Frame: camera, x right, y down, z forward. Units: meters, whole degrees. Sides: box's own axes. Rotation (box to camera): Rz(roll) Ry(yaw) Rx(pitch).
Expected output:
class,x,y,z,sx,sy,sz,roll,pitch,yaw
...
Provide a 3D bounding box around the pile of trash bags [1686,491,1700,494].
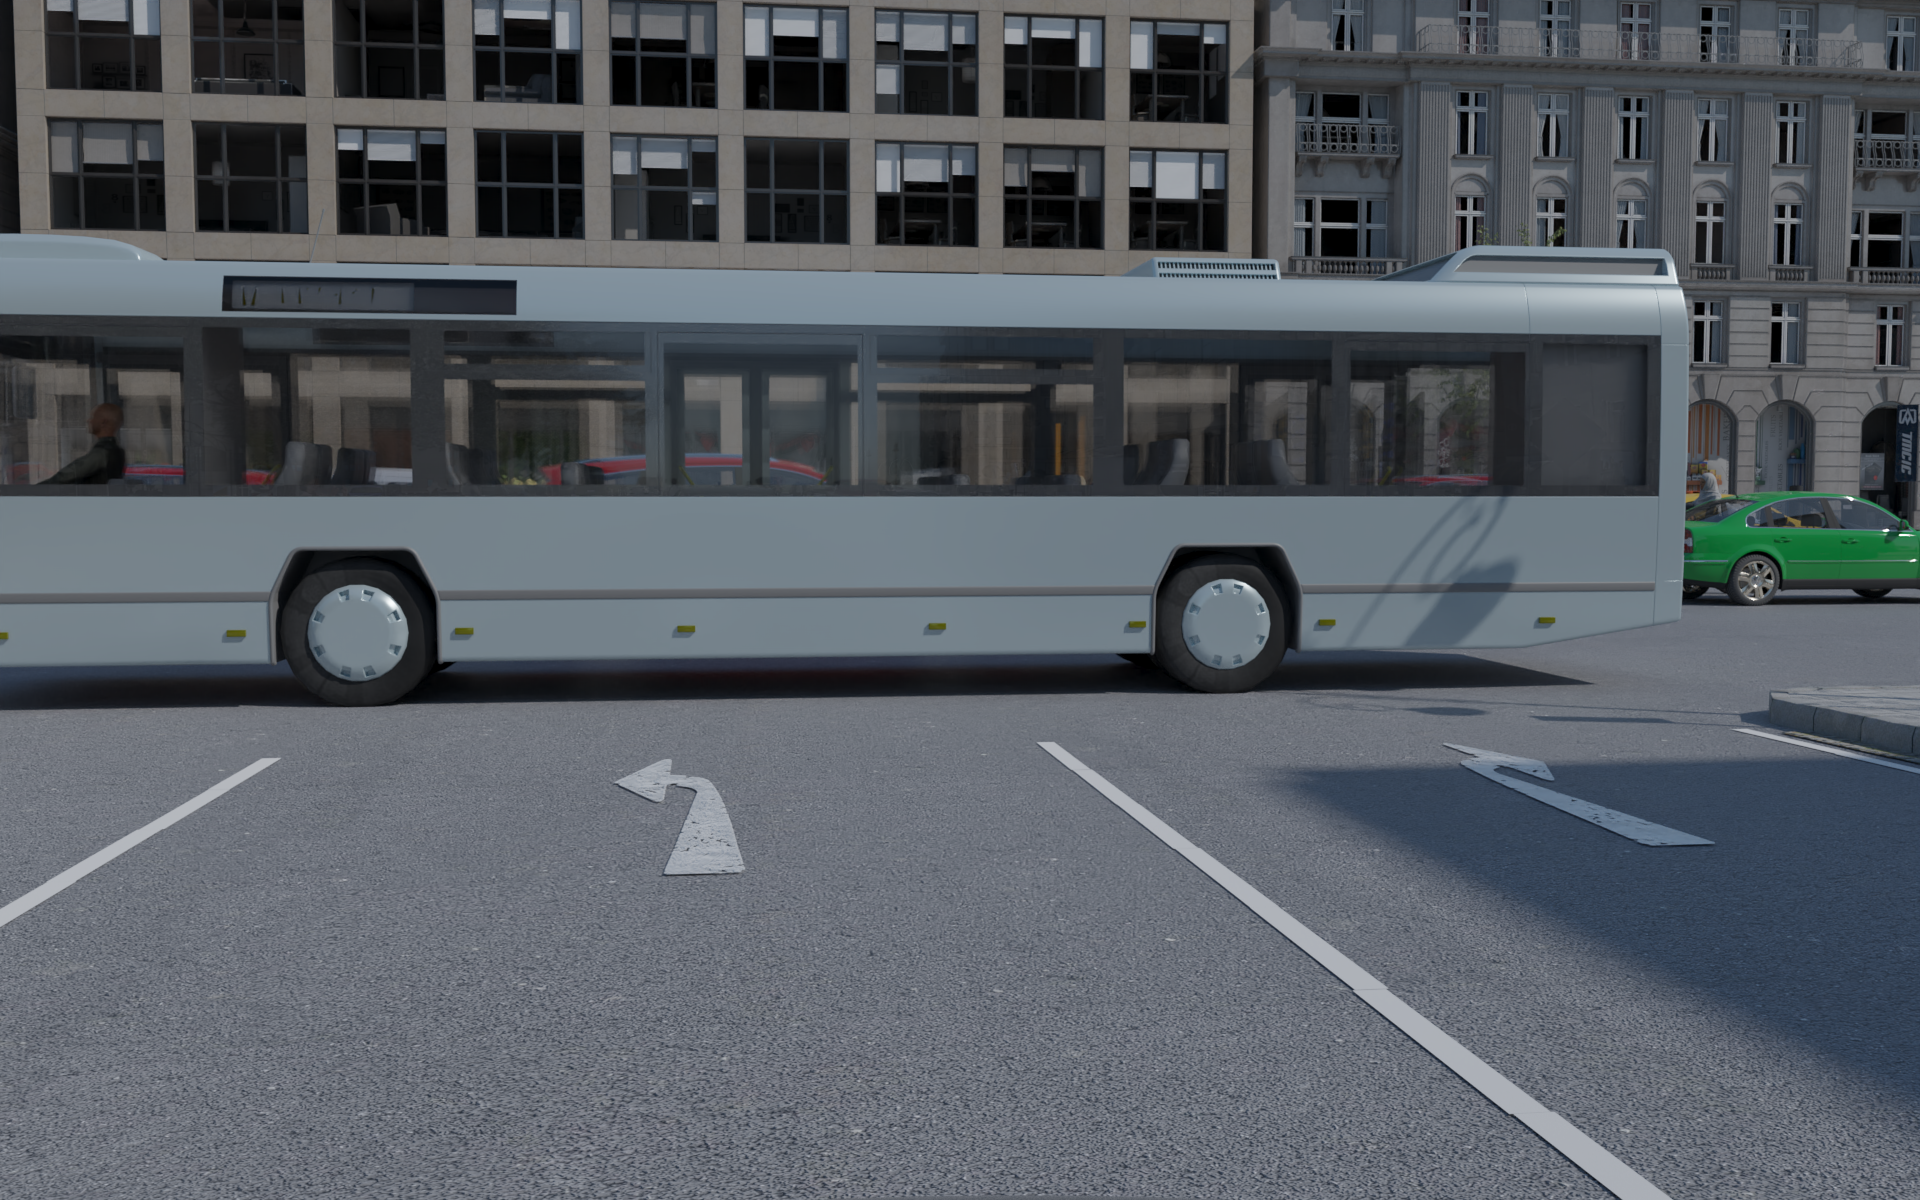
class,x,y,z,sx,sy,sz,roll,pitch,yaw
pile of trash bags,19.397,-2.365,48.420,3.447,1.369,1.912,-2,4,-24

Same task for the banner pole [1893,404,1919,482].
class,x,y,z,sx,sy,sz,roll,pitch,yaw
banner pole,23.397,-3.210,42.497,0.863,3.779,0.401,2,4,32

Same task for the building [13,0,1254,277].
class,x,y,z,sx,sy,sz,roll,pitch,yaw
building,-9.582,-15.492,57.812,34.151,26.468,19.350,0,4,-8

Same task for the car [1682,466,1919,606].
class,x,y,z,sx,sy,sz,roll,pitch,yaw
car,11.391,-0.875,23.102,4.718,1.807,1.959,0,4,-7

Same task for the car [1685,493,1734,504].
class,x,y,z,sx,sy,sz,roll,pitch,yaw
car,14.451,-1.368,32.591,3.980,1.641,2.015,0,4,-7

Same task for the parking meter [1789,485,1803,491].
class,x,y,z,sx,sy,sz,roll,pitch,yaw
parking meter,24.224,-2.556,50.206,0.372,1.533,0.369,0,3,0

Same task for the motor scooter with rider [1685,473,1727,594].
class,x,y,z,sx,sy,sz,roll,pitch,yaw
motor scooter with rider,10.415,-0.970,24.824,1.986,1.779,0.876,0,4,-6

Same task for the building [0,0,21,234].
class,x,y,z,sx,sy,sz,roll,pitch,yaw
building,-38.789,-15.460,50.041,25.104,27.353,12.463,0,4,-8

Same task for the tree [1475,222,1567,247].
class,x,y,z,sx,sy,sz,roll,pitch,yaw
tree,14.779,-5.865,46.257,4.737,8.622,4.395,0,3,0

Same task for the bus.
class,x,y,z,sx,sy,sz,roll,pitch,yaw
bus,-1.396,-1.114,13.070,13.247,3.499,2.948,0,4,-8

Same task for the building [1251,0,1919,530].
class,x,y,z,sx,sy,sz,roll,pitch,yaw
building,19.725,-13.251,58.454,24.055,21.916,13.314,0,4,-8

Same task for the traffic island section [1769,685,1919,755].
class,x,y,z,sx,sy,sz,roll,pitch,yaw
traffic island section,6.165,0.745,10.097,2.009,0.180,2.903,0,4,-8
